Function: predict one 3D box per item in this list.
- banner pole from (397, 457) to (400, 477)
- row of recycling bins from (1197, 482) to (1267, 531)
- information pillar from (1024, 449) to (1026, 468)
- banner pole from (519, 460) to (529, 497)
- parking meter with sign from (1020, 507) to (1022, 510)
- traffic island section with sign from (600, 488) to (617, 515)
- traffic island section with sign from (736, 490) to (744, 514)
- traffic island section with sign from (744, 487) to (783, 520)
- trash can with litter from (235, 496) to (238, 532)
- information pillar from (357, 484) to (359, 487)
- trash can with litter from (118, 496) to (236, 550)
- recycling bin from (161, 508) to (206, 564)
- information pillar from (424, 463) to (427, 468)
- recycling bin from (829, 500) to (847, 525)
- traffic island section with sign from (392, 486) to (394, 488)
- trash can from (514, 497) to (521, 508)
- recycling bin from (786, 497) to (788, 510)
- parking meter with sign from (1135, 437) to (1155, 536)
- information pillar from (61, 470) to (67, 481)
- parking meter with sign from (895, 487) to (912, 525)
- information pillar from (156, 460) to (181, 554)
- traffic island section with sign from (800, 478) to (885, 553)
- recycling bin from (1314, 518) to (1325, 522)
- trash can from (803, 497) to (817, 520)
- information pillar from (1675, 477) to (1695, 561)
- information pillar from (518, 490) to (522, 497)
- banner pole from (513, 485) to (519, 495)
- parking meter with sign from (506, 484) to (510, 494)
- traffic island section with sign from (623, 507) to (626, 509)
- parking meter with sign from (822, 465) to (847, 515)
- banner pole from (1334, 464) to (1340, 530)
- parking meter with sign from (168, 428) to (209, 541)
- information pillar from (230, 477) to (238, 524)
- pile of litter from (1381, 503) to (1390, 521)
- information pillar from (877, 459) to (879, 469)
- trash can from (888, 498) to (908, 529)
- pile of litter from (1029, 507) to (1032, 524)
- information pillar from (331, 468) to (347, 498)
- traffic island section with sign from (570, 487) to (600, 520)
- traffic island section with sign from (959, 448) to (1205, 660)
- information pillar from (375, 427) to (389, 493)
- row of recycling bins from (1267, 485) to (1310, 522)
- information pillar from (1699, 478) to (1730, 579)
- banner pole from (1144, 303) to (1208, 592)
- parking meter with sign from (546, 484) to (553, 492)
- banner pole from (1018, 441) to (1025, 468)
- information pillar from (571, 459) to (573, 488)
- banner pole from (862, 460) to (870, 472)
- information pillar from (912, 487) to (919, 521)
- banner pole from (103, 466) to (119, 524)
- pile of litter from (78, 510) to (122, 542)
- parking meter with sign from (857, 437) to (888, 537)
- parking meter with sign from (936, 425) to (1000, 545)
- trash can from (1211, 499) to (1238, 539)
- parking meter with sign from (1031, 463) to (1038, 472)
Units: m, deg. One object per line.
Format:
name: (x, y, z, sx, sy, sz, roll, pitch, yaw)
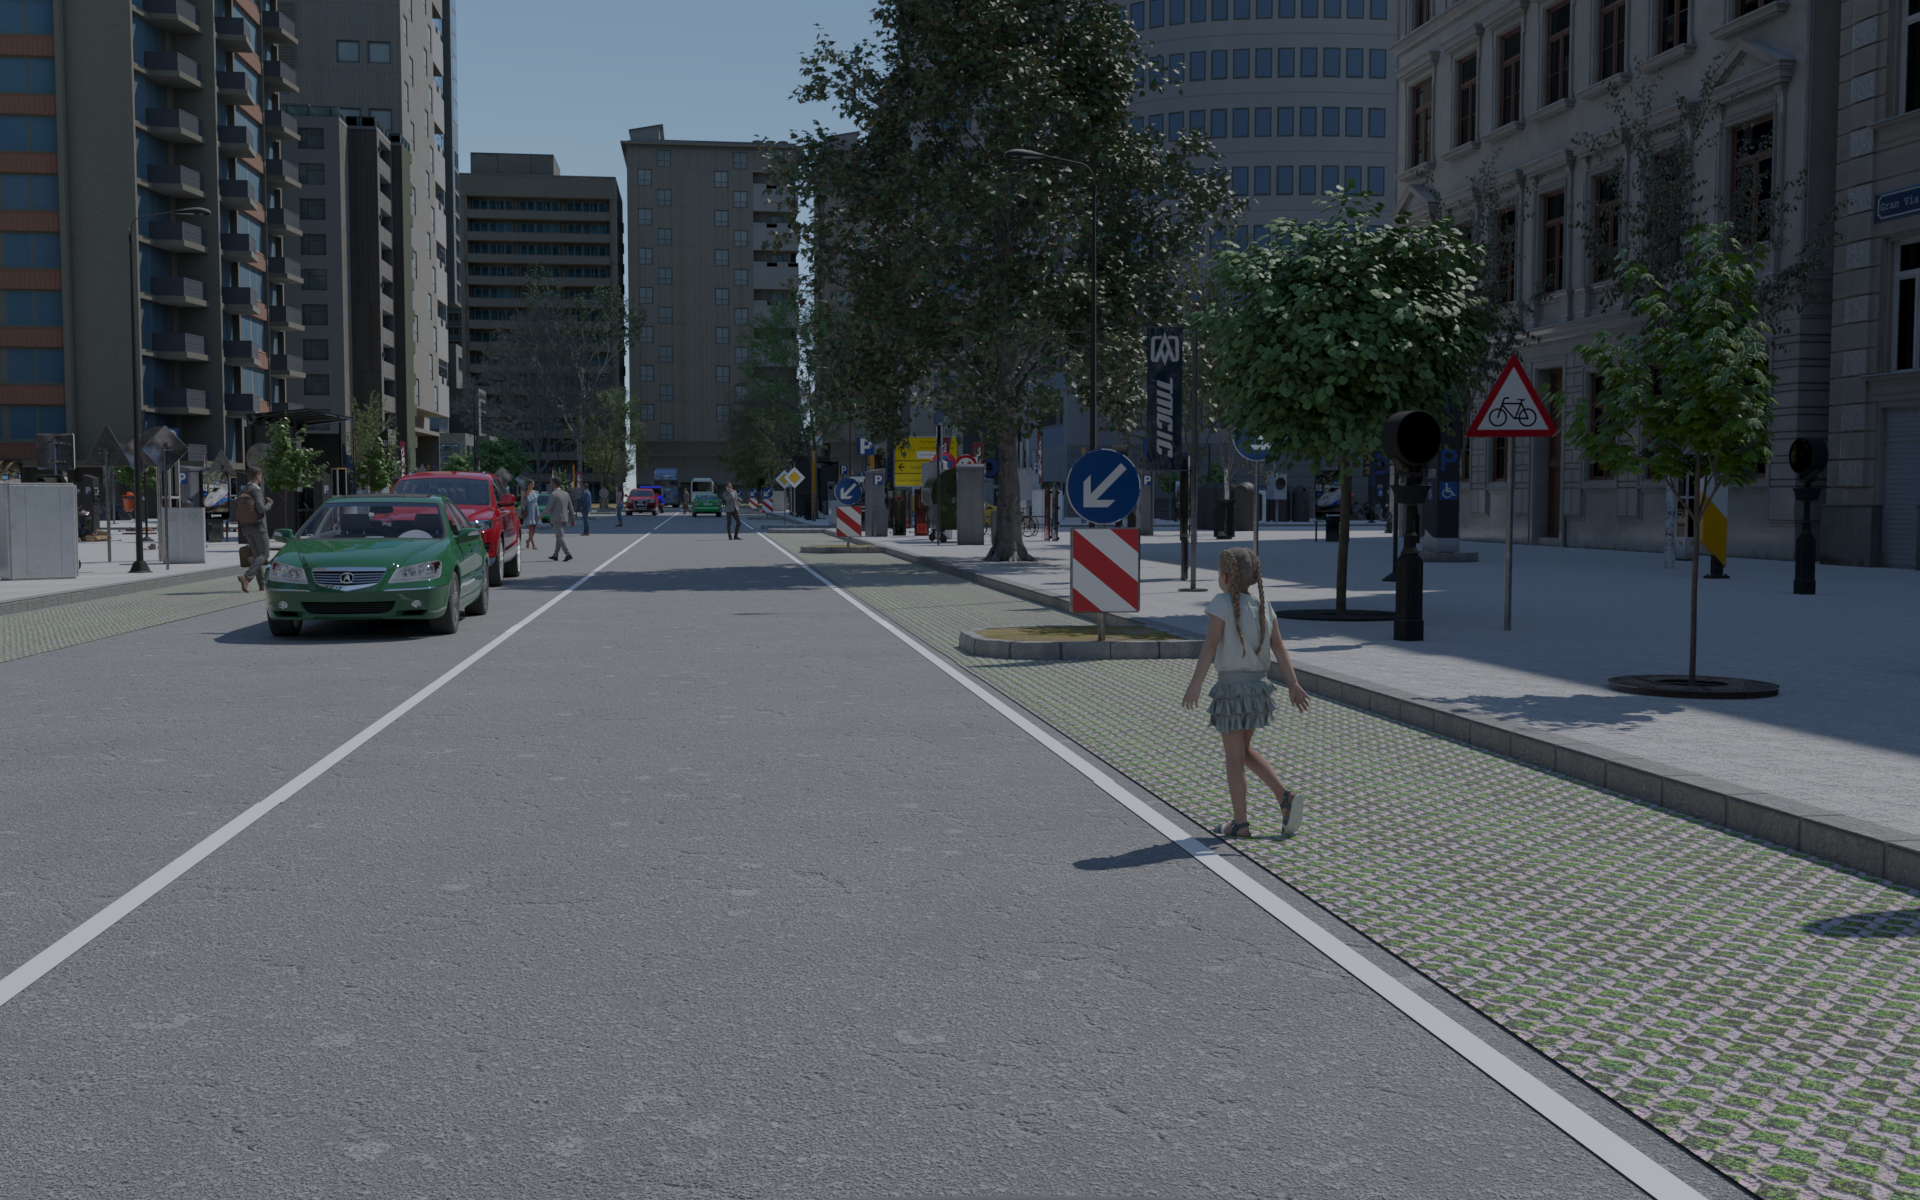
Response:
banner pole: (-37.572, -7.703, 115.964, 0.401, 3.779, 0.863, -2, 4, -28)
row of recycling bins: (9.423, -3.317, 61.347, 1.069, 1.692, 3.534, -1, 4, -19)
information pillar: (3.422, -6.041, 90.122, 0.183, 3.616, 0.504, 2, 4, 34)
banner pole: (-32.544, -8.498, 128.953, 0.863, 3.779, 0.401, -3, 5, -43)
parking meter with sign: (1.649, -3.616, 55.379, 0.543, 3.016, 1.738, 1, 4, 10)
traffic island section with sign: (-24.899, -6.901, 121.451, 1.989, 1.847, 2.006, -1, 4, -8)
traffic island section with sign: (-14.906, -7.041, 123.756, 1.989, 1.847, 2.006, -1, 4, -8)
traffic island section with sign: (-10.867, -5.371, 96.439, 1.989, 1.847, 2.006, -1, 4, -8)
trash can with litter: (-24.092, -2.883, 58.190, 2.233, 1.210, 1.678, 1, 4, 11)
information pillar: (-33.078, -5.547, 95.180, 0.304, 2.012, 0.304, -1, 4, -15)
trash can with litter: (-18.482, -1.801, 40.508, 1.678, 1.210, 2.233, 1, 4, 16)
recycling bin: (-14.394, -1.197, 32.133, 0.722, 1.027, 0.722, -1, 4, -23)
information pillar: (-40.602, -8.561, 131.334, 0.504, 3.616, 0.183, 2, 4, 26)
recycling bin: (-5.021, -3.615, 71.666, 0.722, 1.027, 0.722, -1, 4, -15)
traffic island section with sign: (-12.923, -1.942, 40.380, 1.989, 1.847, 2.006, -1, 4, -8)
trash can: (-24.580, -5.177, 96.292, 0.748, 1.137, 0.748, 0, 3, 0)
recycling bin: (-14.588, -7.922, 142.080, 0.722, 1.027, 0.722, -2, 4, -34)
parking meter with sign: (5.764, -3.511, 53.665, 0.543, 3.016, 1.738, 0, 4, -6)
information pillar: (-43.170, -5.634, 83.475, 0.183, 3.616, 0.504, 0, 4, -4)
parking meter with sign: (-2.379, -4.696, 73.048, 1.738, 3.016, 0.543, 1, 4, 10)
information pillar: (-15.258, -1.768, 33.406, 0.304, 2.012, 0.304, 1, 4, 15)
traffic island section with sign: (-2.904, -2.070, 42.470, 1.989, 1.847, 2.006, -1, 4, -8)
recycling bin: (16.593, -4.053, 78.814, 0.722, 1.027, 0.722, -2, 4, -23)
trash can: (-7.321, -4.467, 84.682, 0.748, 1.137, 0.748, 0, 3, 0)
information pillar: (13.965, -1.758, 33.232, 0.304, 2.012, 0.304, -1, 4, -18)
information pillar: (-33.992, -7.909, 133.798, 0.304, 2.012, 0.304, -1, 4, -9)
banner pole: (-32.813, -8.378, 126.995, 0.401, 3.779, 0.863, -1, 4, -21)
parking meter with sign: (-33.008, -7.907, 125.532, 1.738, 3.016, 0.543, 2, 4, 31)
traffic island section with sign: (-32.237, -9.938, 171.114, 1.989, 1.847, 2.006, -1, 4, -8)
parking meter with sign: (-7.692, -6.693, 105.692, 1.738, 3.016, 0.543, 3, 5, 42)
banner pole: (13.663, -4.426, 62.375, 0.401, 3.779, 0.863, -2, 4, -28)
parking meter with sign: (-20.790, -3.093, 46.824, 0.543, 3.016, 1.738, 1, 4, 11)
information pillar: (-30.642, -4.199, 73.150, 0.304, 2.012, 0.304, -1, 4, -14)
pile of litter: (20.412, -4.134, 81.554, 1.176, 0.858, 1.719, 1, 4, 15)
information pillar: (-5.459, -7.588, 115.415, 0.183, 3.616, 0.504, -1, 4, -8)
trash can: (-2.265, -3.141, 63.012, 0.748, 1.137, 0.748, 0, 3, 0)
pile of litter: (3.548, -3.825, 76.504, 1.176, 0.858, 1.719, -2, 4, -31)
information pillar: (-17.508, -2.715, 48.879, 0.304, 2.012, 0.304, 3, 4, 38)
traffic island section with sign: (-20.954, -5.270, 94.785, 1.989, 1.847, 2.006, -1, 4, -8)
traffic island section with sign: (1.034, -0.439, 15.803, 1.989, 1.847, 2.006, -1, 4, -8)
information pillar: (-20.244, -4.242, 60.713, 0.183, 3.616, 0.504, 3, 5, 43)
row of recycling bins: (14.381, -4.465, 80.108, 3.534, 1.692, 1.069, 1, 4, 11)
information pillar: (11.422, -2.130, 26.181, 0.504, 3.616, 0.183, -1, 4, -21)
banner pole: (2.849, -2.004, 22.779, 0.863, 3.779, 0.401, 0, 4, 5)
parking meter with sign: (-32.042, -8.530, 135.732, 1.738, 3.016, 0.543, -1, 4, -11)
banner pole: (3.014, -5.639, 82.218, 0.401, 3.779, 0.863, 0, 4, 3)
information pillar: (-26.113, -7.665, 116.678, 0.183, 3.616, 0.504, -1, 4, -8)
banner pole: (-6.833, -8.285, 125.484, 0.863, 3.779, 0.401, 0, 4, 6)
information pillar: (-2.163, -5.641, 83.581, 0.504, 3.616, 0.183, -3, 4, -38)
banner pole: (-36.374, -5.140, 74.052, 0.863, 3.779, 0.401, 2, 4, 26)
pile of litter: (-23.455, -2.001, 46.688, 1.719, 0.858, 1.176, -3, 5, -44)
parking meter with sign: (-2.603, -3.443, 52.549, 0.543, 3.016, 1.738, -1, 4, -21)
parking meter with sign: (0.276, -2.903, 43.726, 1.738, 3.016, 0.543, 0, 4, -5)
trash can: (7.502, -2.293, 49.142, 0.748, 1.137, 0.748, 0, 3, 0)
parking meter with sign: (3.675, -6.125, 96.398, 0.543, 3.016, 1.738, -3, 4, -37)
